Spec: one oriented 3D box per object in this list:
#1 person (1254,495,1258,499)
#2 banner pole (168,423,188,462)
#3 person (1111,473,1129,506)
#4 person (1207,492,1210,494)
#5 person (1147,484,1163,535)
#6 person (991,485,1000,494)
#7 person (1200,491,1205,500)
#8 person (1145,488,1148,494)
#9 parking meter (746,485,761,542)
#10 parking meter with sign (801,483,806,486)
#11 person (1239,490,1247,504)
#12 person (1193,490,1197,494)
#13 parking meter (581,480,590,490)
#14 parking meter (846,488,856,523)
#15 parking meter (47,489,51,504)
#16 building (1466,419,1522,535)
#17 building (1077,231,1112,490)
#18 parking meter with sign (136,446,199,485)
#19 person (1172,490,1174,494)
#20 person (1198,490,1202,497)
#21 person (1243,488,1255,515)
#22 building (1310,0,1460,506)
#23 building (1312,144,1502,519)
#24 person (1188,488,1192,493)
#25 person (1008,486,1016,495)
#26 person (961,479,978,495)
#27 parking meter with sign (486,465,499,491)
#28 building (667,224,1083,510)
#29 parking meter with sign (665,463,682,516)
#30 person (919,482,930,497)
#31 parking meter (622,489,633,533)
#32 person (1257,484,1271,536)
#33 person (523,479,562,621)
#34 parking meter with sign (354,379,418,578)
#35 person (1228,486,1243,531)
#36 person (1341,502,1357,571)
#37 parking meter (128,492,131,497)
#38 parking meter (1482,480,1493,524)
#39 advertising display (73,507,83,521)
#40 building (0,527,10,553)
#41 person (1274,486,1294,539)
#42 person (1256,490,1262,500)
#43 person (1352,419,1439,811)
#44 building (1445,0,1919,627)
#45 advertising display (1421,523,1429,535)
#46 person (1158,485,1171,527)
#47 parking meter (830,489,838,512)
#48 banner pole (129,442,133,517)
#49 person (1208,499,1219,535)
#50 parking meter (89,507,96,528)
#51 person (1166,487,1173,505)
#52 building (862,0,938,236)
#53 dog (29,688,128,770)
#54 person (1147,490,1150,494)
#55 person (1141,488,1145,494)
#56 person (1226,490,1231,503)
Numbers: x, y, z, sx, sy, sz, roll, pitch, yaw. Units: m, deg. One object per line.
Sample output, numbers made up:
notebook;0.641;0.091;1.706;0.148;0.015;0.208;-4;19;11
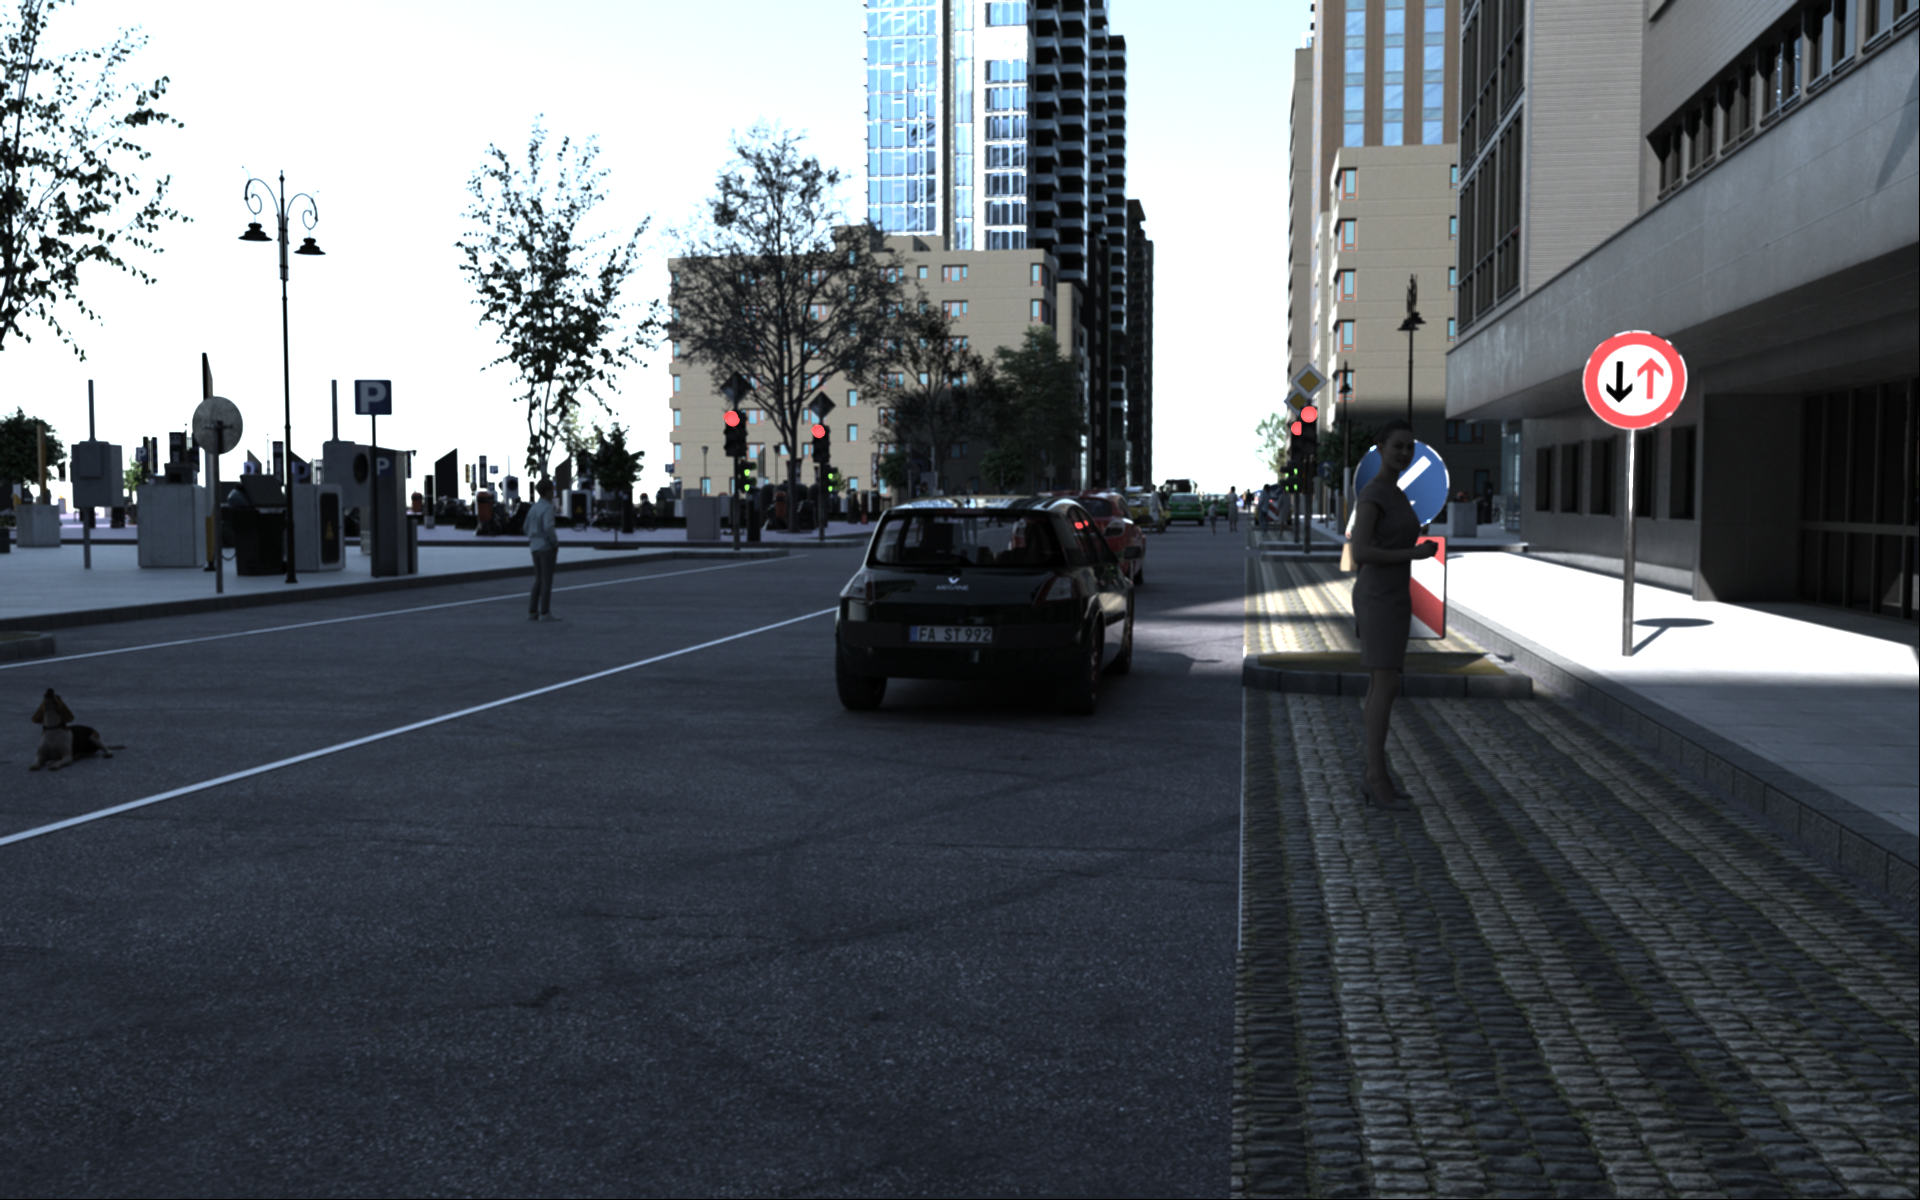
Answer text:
person;27.857;-9.320;161.664;1.217;1.735;0.721;3;4;37
banner pole;-27.385;-4.334;60.871;0.863;3.779;0.401;0;4;2
person;2.965;-1.476;32.652;0.620;1.820;0.660;2;4;34
person;22.991;-9.149;159.554;0.593;1.643;0.415;-2;4;-35
person;6.748;-3.127;59.972;0.624;1.780;0.694;0;4;7
person;1.501;-4.043;74.517;0.836;1.842;0.656;0;4;8
person;21.879;-9.004;156.423;0.721;1.736;1.217;-1;4;-14
person;12.151;-6.380;112.922;0.767;1.812;0.694;-1;4;-15
parking meter;-5.565;-2.340;46.665;0.372;1.533;0.369;0;3;0
parking meter with sign;-10.907;-7.494;118.780;1.738;3.016;0.543;-3;4;-36
person;26.045;-9.156;158.287;1.348;1.812;0.705;-2;4;-25
person;20.880;-8.876;153.629;0.705;1.823;1.348;0;4;-6
parking meter;-15.591;-4.059;72.073;0.399;1.863;0.255;-1;4;-14
parking meter;-4.788;-4.163;76.471;0.372;1.533;0.369;0;3;0
parking meter;-42.537;-4.420;80.681;0.372;1.533;0.369;0;3;0
building;31.638;-26.508;53.014;30.456;49.044;23.786;1;4;9
building;8.972;-25.557;189.565;14.160;30.474;14.107;1;4;9
parking meter with sign;-18.948;-2.806;42.146;1.738;3.016;0.543;0;4;-4
person;16.170;-7.535;132.235;0.617;1.759;0.750;-2;4;-28
person;19.825;-8.266;144.364;0.721;1.735;1.217;-3;4;-36
person;19.801;-6.756;118.952;0.794;1.824;0.713;-1;4;-16
building;35.415;-29.879;138.637;14.600;45.320;14.200;1;4;9
building;34.841;-15.511;98.641;27.650;21.520;28.899;1;4;9
person;14.105;-5.934;105.795;0.520;1.790;0.573;3;4;39
person;2.578;-4.678;85.106;0.853;1.813;0.709;-3;4;-38
person;0.306;-2.403;47.566;0.659;1.850;0.755;-1;4;-9
parking meter with sign;-28.291;-6.620;104.499;0.543;3.016;1.738;-2;4;-28
building;-5.373;-17.959;138.671;27.650;21.520;28.899;1;4;9
parking meter with sign;-16.039;-6.205;97.708;0.543;3.016;1.738;-2;4;-33
person;-1.062;-2.593;51.139;0.529;1.795;0.600;1;4;12
parking meter;-10.921;-2.964;56.869;0.372;1.533;0.369;0;3;0
person;10.396;-3.082;59.152;0.793;1.790;0.793;1;4;12
person;-4.693;-0.566;19.569;0.330;1.601;0.589;-2;4;-34
parking meter with sign;-8.952;-1.891;27.184;0.543;3.016;1.738;0;4;-3
person;10.609;-3.530;66.791;0.480;1.755;0.524;3;5;41
person;5.695;-0.930;24.192;0.515;1.767;0.782;-3;4;-36
parking meter;-59.026;-7.190;123.269;0.255;1.863;0.399;-1;4;-17
parking meter;22.697;-4.208;74.515;0.399;1.863;0.255;-1;4;-21
advertising display;-41.172;-4.655;81.318;0.974;1.923;0.123;0;4;5
building;-33.944;-29.811;29.408;28.212;58.520;21.231;1;4;9
person;10.209;-2.752;54.250;0.760;1.731;0.466;2;4;27
person;23.904;-7.853;137.680;0.721;1.735;1.217;-1;4;-21
person;2.011;0.049;8.046;0.374;1.781;0.599;2;4;32
building;14.575;-12.263;19.575;14.314;24.678;30.058;1;4;9
advertising display;8.751;-1.677;32.629;0.123;1.923;0.974;1;4;12
person;8.467;-4.006;74.218;0.699;1.804;1.509;-1;4;-18
parking meter;-6.231;-4.730;85.750;0.372;1.533;0.369;0;3;0
banner pole;-39.408;-5.650;82.398;0.401;3.779;0.863;-2;4;-28
person;8.905;-2.919;60.916;0.352;1.250;0.332;-1;4;-11
parking meter;-32.654;-3.459;64.966;0.372;1.533;0.369;0;3;0
person;12.094;-5.635;100.405;0.659;1.850;0.755;2;4;26
building;2.061;-52.202;166.178;22.319;86.520;31.000;1;4;9
dog;-4.738;0.663;9.348;0.550;0.427;0.748;3;4;36
person;16.455;-8.712;150.958;0.705;1.821;1.348;-1;4;-17
person;8.913;-4.619;84.766;0.760;1.731;0.466;-1;4;-9
person;20.643;-7.566;132.751;0.990;1.755;0.434;1;4;15
